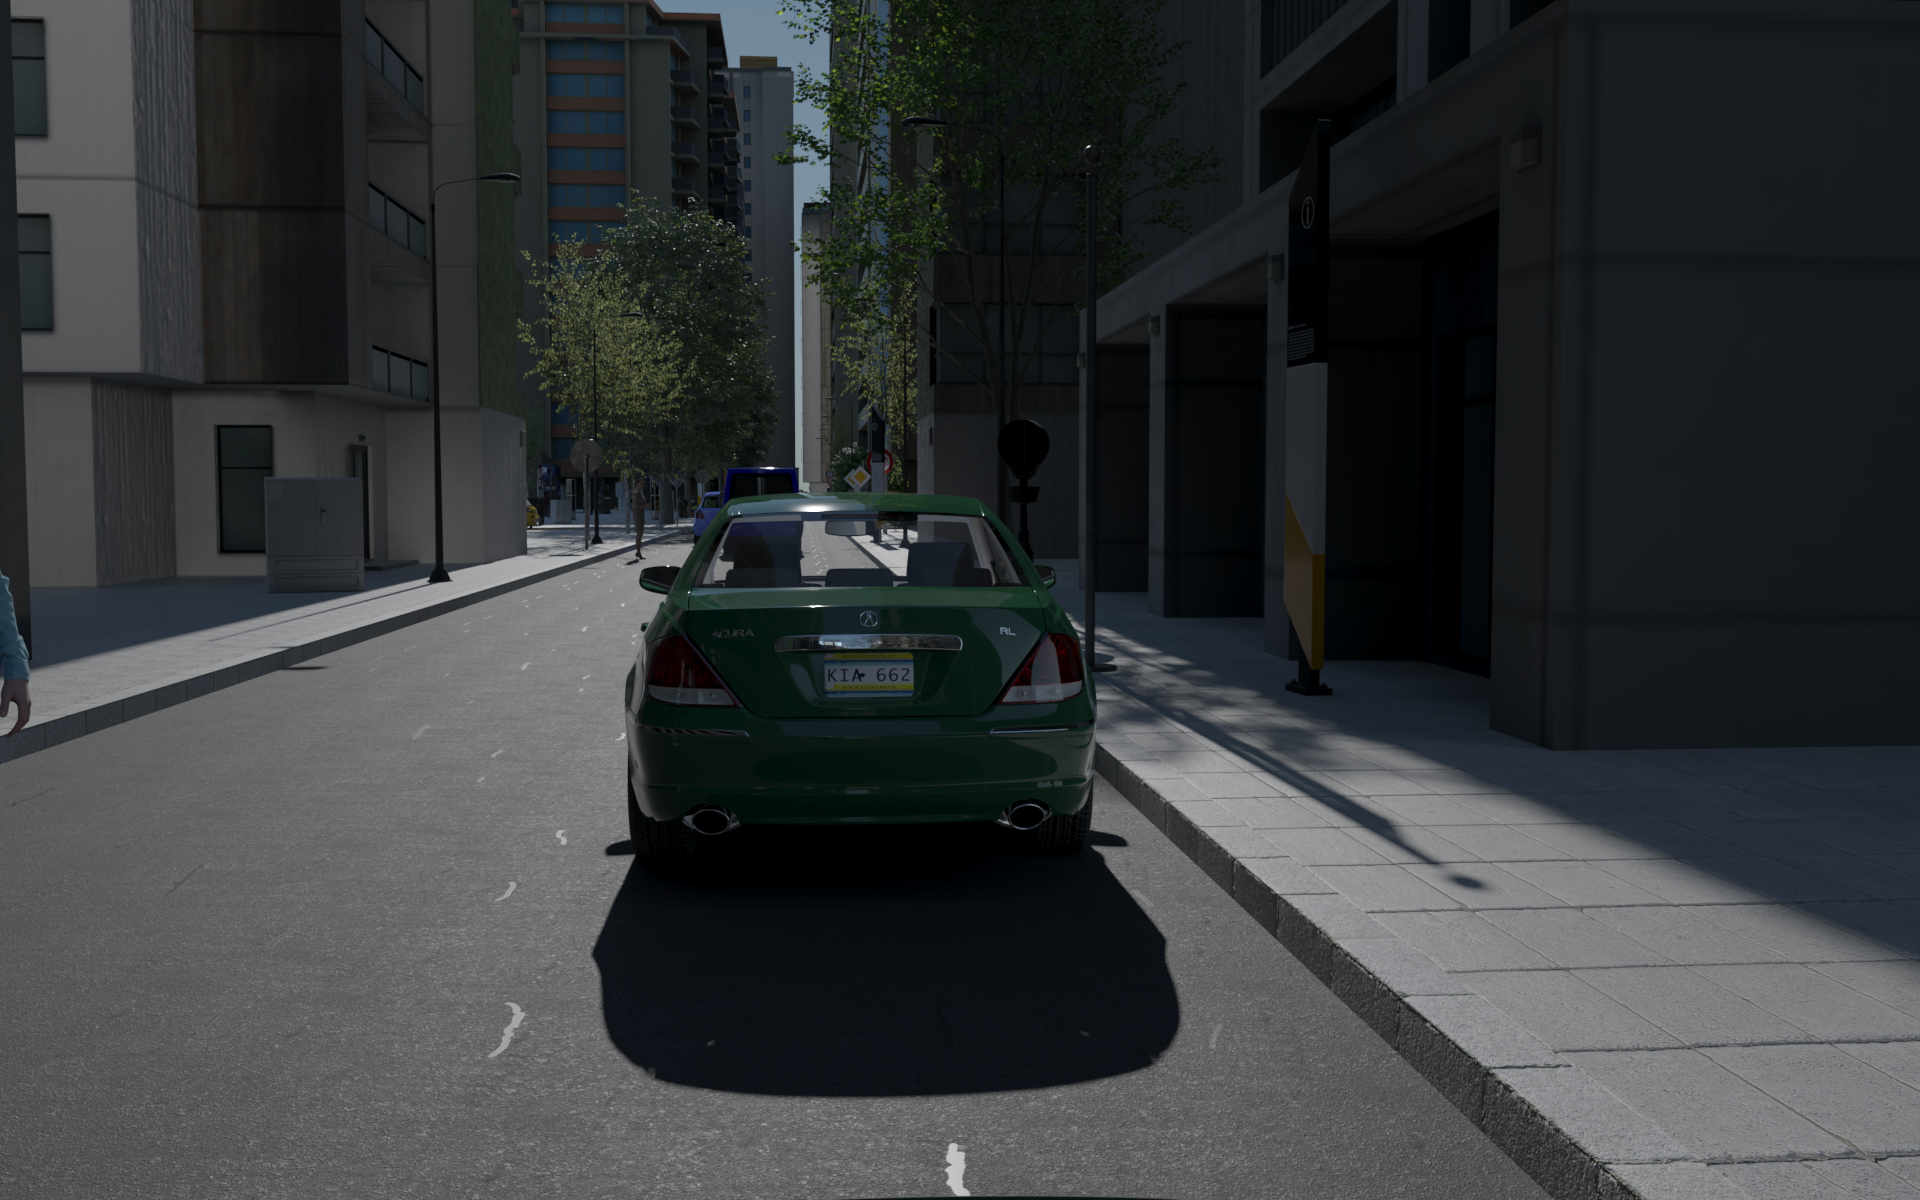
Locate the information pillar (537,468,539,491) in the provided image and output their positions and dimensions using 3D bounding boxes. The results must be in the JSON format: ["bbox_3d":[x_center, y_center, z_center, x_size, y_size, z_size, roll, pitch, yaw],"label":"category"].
[{"bbox_3d":[-33.401,-8.952,137.724,0.504,3.616,0.183,2,4,35],"label":"information pillar"}]

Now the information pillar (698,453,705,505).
[{"bbox_3d":[-13.292,-5.975,89.041,0.504,3.616,0.183,3,5,42],"label":"information pillar"}]

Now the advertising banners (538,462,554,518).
[{"bbox_3d":[-24.988,-6.625,104.508,0.090,3.025,2.074,1,4,12],"label":"advertising banners"}]

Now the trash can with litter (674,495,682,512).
[{"bbox_3d":[-20.560,-7.110,127.312,1.678,1.210,2.233,-2,4,-26],"label":"trash can with litter"}]

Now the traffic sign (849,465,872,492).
[{"bbox_3d":[-3.500,-3.505,60.941,0.795,2.450,0.064,0,4,-5],"label":"traffic sign"}]

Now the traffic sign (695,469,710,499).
[{"bbox_3d":[-13.034,-5.353,87.627,0.768,2.556,0.104,0,4,0],"label":"traffic sign"}]

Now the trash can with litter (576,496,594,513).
[{"bbox_3d":[-25.376,-6.457,116.626,2.233,1.210,1.678,2,4,31],"label":"trash can with litter"}]

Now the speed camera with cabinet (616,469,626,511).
[{"bbox_3d":[-25.635,-8.376,131.281,0.660,3.252,2.038,0,4,0],"label":"speed camera with cabinet"}]

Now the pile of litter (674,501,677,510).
[{"bbox_3d":[-22.804,-7.719,140.162,1.719,0.858,1.176,0,4,4],"label":"pile of litter"}]

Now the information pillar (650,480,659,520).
[{"bbox_3d":[-15.011,-4.938,85.220,0.304,2.012,0.304,3,4,37],"label":"information pillar"}]

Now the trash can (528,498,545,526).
[{"bbox_3d":[-17.189,-3.587,70.307,0.748,1.137,0.748,0,3,0],"label":"trash can"}]

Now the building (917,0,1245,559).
[{"bbox_3d":[5.846,-16.442,40.526,14.160,30.474,14.107,0,4,-5],"label":"building"}]

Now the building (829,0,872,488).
[{"bbox_3d":[-0.884,-32.591,156.571,21.300,48.544,21.600,0,4,-5],"label":"building"}]

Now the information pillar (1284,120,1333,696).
[{"bbox_3d":[2.236,-1.211,11.154,0.183,3.616,0.504,-1,4,-11],"label":"information pillar"}]

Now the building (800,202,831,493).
[{"bbox_3d":[-14.579,-33.771,235.750,14.086,41.232,14.154,0,4,-5],"label":"building"}]

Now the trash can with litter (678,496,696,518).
[{"bbox_3d":[-16.268,-5.612,103.139,1.055,1.170,0.624,0,4,8],"label":"trash can with litter"}]

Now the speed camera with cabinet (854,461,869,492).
[{"bbox_3d":[-5.280,-6.636,102.841,2.038,3.252,0.660,-3,4,-38],"label":"speed camera with cabinet"}]

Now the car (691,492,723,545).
[{"bbox_3d":[-6.680,-2.428,49.290,1.945,1.707,3.694,0,4,-6],"label":"car"}]

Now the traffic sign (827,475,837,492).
[{"bbox_3d":[-8.596,-7.164,117.233,0.768,2.556,0.104,0,4,2],"label":"traffic sign"}]

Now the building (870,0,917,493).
[{"bbox_3d":[2.339,-27.131,93.699,14.600,45.320,14.200,0,4,-5],"label":"building"}]

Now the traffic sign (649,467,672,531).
[{"bbox_3d":[-10.417,-3.467,60.326,0.795,2.450,0.064,0,4,-5],"label":"traffic sign"}]

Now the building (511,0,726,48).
[{"bbox_3d":[-32.023,-30.651,155.775,22.147,44.769,28.867,0,4,-5],"label":"building"}]

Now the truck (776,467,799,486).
[{"bbox_3d":[-18.745,-12.128,187.205,2.839,4.237,11.283,0,4,-7],"label":"truck"}]

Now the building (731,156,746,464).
[{"bbox_3d":[-32.966,-32.158,209.384,14.086,41.232,14.154,0,4,-5],"label":"building"}]

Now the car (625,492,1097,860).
[{"bbox_3d":[-0.512,0.215,8.279,2.131,1.459,4.920,0,4,-5],"label":"car"}]

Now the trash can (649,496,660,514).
[{"bbox_3d":[-18.875,-5.843,107.181,0.748,1.137,0.748,0,3,0],"label":"trash can"}]

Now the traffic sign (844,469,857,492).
[{"bbox_3d":[-4.234,-3.991,68.893,0.795,2.450,0.064,0,4,-5],"label":"traffic sign"}]

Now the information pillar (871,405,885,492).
[{"bbox_3d":[-2.165,-3.322,45.661,0.183,3.616,0.504,-3,5,-40],"label":"information pillar"}]

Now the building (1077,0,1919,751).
[{"bbox_3d":[12.705,-35.086,11.916,20.563,71.187,20.611,0,4,-5],"label":"building"}]

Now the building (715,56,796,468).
[{"bbox_3d":[-36.596,-42.432,235.765,28.212,58.520,21.231,0,4,-5],"label":"building"}]

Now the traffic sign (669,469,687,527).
[{"bbox_3d":[-11.151,-3.953,68.277,0.795,2.450,0.064,0,4,-5],"label":"traffic sign"}]

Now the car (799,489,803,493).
[{"bbox_3d":[-12.921,-7.718,134.864,2.281,1.827,5.304,0,4,-6],"label":"car"}]

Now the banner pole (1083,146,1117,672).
[{"bbox_3d":[0.976,-1.393,12.787,0.401,3.779,0.863,0,4,7],"label":"banner pole"}]

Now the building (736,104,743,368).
[{"bbox_3d":[-34.559,-32.426,184.797,22.147,44.769,28.867,0,4,-5],"label":"building"}]

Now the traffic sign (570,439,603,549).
[{"bbox_3d":[-8.664,-2.449,40.149,0.768,2.556,0.104,0,4,3],"label":"traffic sign"}]

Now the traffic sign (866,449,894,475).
[{"bbox_3d":[-2.216,-2.936,48.110,0.768,2.556,0.104,0,4,-1],"label":"traffic sign"}]

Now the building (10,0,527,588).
[{"bbox_3d":[-15.587,-21.079,28.237,14.154,41.232,14.086,0,4,-5],"label":"building"}]

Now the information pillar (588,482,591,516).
[{"bbox_3d":[-21.976,-5.979,102.255,0.304,2.012,0.304,-1,4,-13],"label":"information pillar"}]

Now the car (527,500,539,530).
[{"bbox_3d":[-17.870,-3.350,65.003,3.980,1.641,2.015,0,4,-4],"label":"car"}]

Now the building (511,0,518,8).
[{"bbox_3d":[-60.976,-48.598,232.828,20.611,71.187,20.563,0,4,-5],"label":"building"}]

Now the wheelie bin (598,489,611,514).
[{"bbox_3d":[-22.785,-6.292,110.777,0.693,1.594,0.980,3,4,37],"label":"wheelie bin"}]

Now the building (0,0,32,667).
[{"bbox_3d":[-16.825,-23.047,0.516,21.300,48.544,21.600,0,4,-5],"label":"building"}]

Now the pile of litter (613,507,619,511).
[{"bbox_3d":[-26.527,-7.410,135.119,1.176,0.858,1.719,2,4,34],"label":"pile of litter"}]

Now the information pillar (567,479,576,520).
[{"bbox_3d":[-18.934,-4.884,84.341,0.304,2.012,0.304,2,4,30],"label":"information pillar"}]
